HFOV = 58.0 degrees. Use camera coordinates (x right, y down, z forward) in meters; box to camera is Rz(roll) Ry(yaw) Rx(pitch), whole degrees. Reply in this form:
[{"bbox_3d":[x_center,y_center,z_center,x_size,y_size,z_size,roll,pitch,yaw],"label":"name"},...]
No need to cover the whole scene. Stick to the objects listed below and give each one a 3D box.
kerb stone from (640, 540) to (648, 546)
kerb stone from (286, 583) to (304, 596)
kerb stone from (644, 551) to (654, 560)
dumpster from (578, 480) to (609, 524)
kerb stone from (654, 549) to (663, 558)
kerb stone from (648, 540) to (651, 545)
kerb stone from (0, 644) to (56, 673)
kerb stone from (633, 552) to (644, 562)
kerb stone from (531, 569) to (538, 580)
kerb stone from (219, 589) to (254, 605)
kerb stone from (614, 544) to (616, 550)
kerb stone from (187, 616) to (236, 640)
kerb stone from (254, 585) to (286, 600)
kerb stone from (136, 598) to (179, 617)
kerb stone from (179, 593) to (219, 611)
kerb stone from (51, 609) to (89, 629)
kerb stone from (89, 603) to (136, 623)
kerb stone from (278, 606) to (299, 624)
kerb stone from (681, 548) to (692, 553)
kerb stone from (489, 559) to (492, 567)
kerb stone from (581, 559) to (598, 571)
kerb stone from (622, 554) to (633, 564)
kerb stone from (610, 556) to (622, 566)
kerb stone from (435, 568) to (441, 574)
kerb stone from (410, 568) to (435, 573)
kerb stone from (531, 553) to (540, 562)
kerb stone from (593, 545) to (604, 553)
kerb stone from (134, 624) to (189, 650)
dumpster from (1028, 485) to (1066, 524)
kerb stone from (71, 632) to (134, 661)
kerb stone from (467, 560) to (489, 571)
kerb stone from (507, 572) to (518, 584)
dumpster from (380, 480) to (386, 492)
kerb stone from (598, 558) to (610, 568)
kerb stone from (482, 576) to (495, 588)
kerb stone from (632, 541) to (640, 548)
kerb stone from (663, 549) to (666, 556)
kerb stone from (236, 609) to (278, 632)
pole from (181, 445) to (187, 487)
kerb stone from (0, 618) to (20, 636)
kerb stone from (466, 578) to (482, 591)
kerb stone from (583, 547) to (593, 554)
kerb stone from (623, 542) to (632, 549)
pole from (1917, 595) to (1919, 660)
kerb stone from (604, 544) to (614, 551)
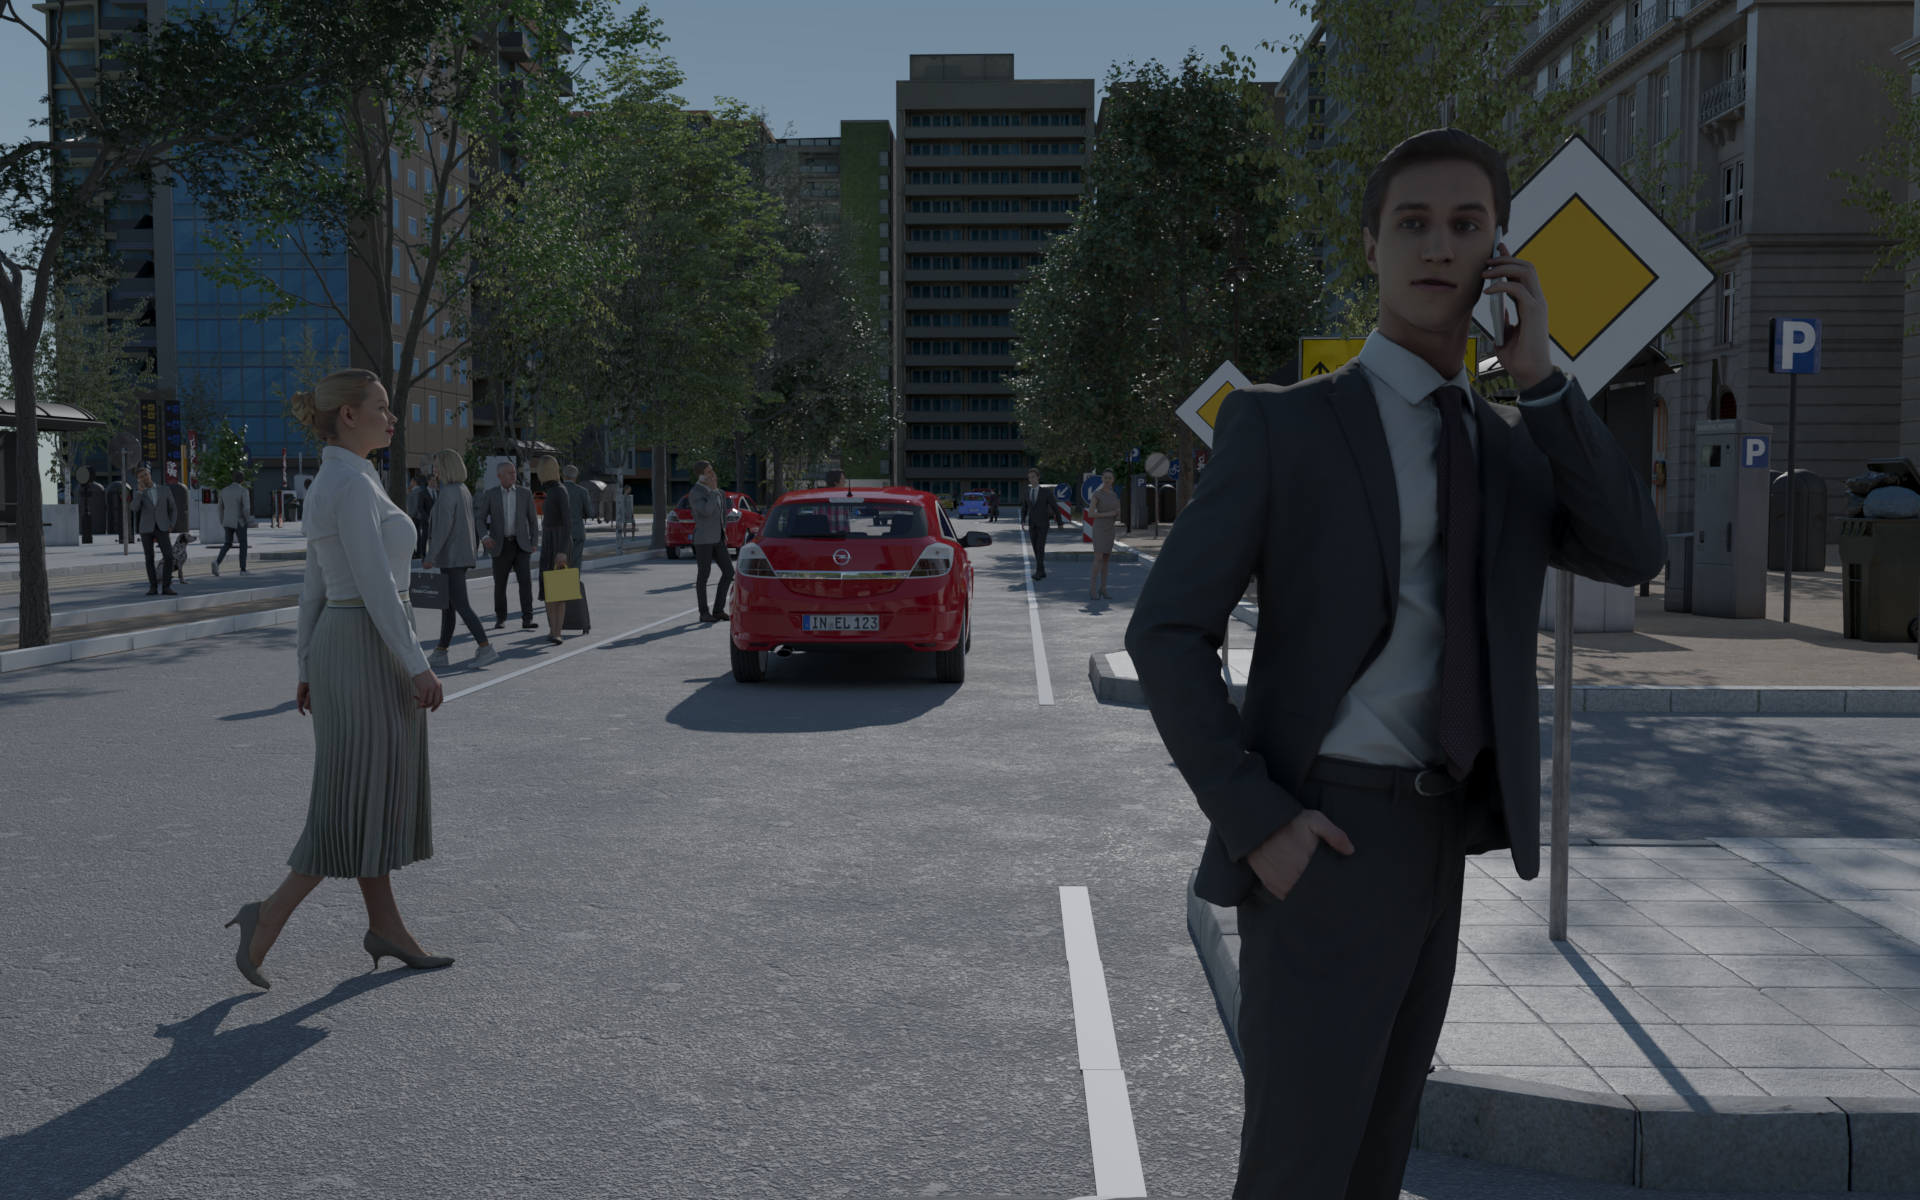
[{"bbox_3d":[-8.727,-1.528,47.186,0.120,0.150,1.000,0,4,2],"label":"kerb stone"},{"bbox_3d":[-9.469,-0.151,24.670,0.120,0.150,1.000,0,4,2],"label":"kerb stone"},{"bbox_3d":[-6.928,-0.959,37.921,0.120,0.150,1.000,0,4,2],"label":"kerb stone"},{"bbox_3d":[-15.834,-4.198,74.401,1.264,1.857,1.865,0,4,2],"label":"dumpster"},{"bbox_3d":[-6.888,-1.020,38.951,0.120,0.150,1.000,0,4,2],"label":"kerb stone"},{"bbox_3d":[-8.698,-1.591,48.209,0.120,0.150,1.000,0,4,2],"label":"kerb stone"},{"bbox_3d":[-7.704,0.482,14.347,0.120,0.150,1.000,0,4,2],"label":"kerb stone"},{"bbox_3d":[-6.963,-0.890,36.900,0.120,0.150,1.000,0,4,2],"label":"kerb stone"},{"bbox_3d":[-7.238,-0.396,28.694,0.120,0.150,1.000,0,4,2],"label":"kerb stone"},{"bbox_3d":[-9.532,-0.025,22.606,0.120,0.150,1.000,0,4,2],"label":"kerb stone"},{"bbox_3d":[-8.825,-1.341,44.119,0.120,0.150,1.000,0,4,2],"label":"kerb stone"},{"bbox_3d":[-7.602,0.293,17.437,0.120,0.150,1.000,0,4,2],"label":"kerb stone"},{"bbox_3d":[-9.495,-0.087,23.629,0.120,0.150,1.000,0,4,2],"label":"kerb stone"},{"bbox_3d":[-9.606,0.100,20.562,0.120,0.150,1.000,0,4,2],"label":"kerb stone"},{"bbox_3d":[-9.562,0.037,21.584,0.120,0.150,1.000,0,4,2],"label":"kerb stone"},{"bbox_3d":[-9.668,0.228,18.517,0.120,0.150,1.000,0,4,2],"label":"kerb stone"},{"bbox_3d":[-9.634,0.163,19.538,0.120,0.150,1.000,0,4,2],"label":"kerb stone"},{"bbox_3d":[-7.532,0.167,19.481,0.120,0.150,1.000,0,4,2],"label":"kerb stone"},{"bbox_3d":[-6.754,-1.269,43.038,0.120,0.150,1.000,0,4,2],"label":"kerb stone"},{"bbox_3d":[-9.169,-0.715,33.887,0.120,0.150,1.000,0,4,2],"label":"kerb stone"},{"bbox_3d":[-7.093,-0.646,32.798,0.120,0.150,1.000,0,4,2],"label":"kerb stone"},{"bbox_3d":[-6.993,-0.837,35.875,0.120,0.150,1.000,0,4,2],"label":"kerb stone"},{"bbox_3d":[-7.033,-0.773,34.845,0.120,0.150,1.000,0,4,2],"label":"kerb stone"},{"bbox_3d":[-9.262,-0.527,30.811,0.120,0.150,1.000,0,4,2],"label":"kerb stone"},{"bbox_3d":[-9.299,-0.464,29.790,0.120,0.150,1.000,0,4,2],"label":"kerb stone"},{"bbox_3d":[-9.055,-0.903,36.957,0.120,0.150,1.000,0,4,2],"label":"kerb stone"},{"bbox_3d":[-8.892,-1.216,42.073,0.120,0.150,1.000,0,4,2],"label":"kerb stone"},{"bbox_3d":[-7.630,0.358,16.404,0.120,0.150,1.000,0,4,2],"label":"kerb stone"},{"bbox_3d":[4.113,-4.485,81.551,1.865,1.857,1.264,0,4,0],"label":"dumpster"},{"bbox_3d":[-7.673,0.419,15.379,0.120,0.150,1.000,0,4,2],"label":"kerb stone"},{"bbox_3d":[-9.192,-0.652,32.860,0.120,0.150,1.000,0,4,2],"label":"kerb stone"},{"bbox_3d":[-7.265,-0.335,27.672,0.120,0.150,1.000,0,4,2],"label":"kerb stone"},{"bbox_3d":[-19.244,-3.201,54.824,1.502,2.255,1.985,0,4,2],"label":"dumpster"},{"bbox_3d":[-7.060,-0.711,33.823,0.120,0.150,1.000,0,4,2],"label":"kerb stone"},{"bbox_3d":[-7.302,-0.268,26.647,0.120,0.150,1.000,0,4,2],"label":"kerb stone"},{"bbox_3d":[-8.759,-1.464,46.164,0.120,0.150,1.000,0,4,2],"label":"kerb stone"},{"bbox_3d":[-6.862,-1.087,39.972,0.120,0.150,1.000,0,4,2],"label":"kerb stone"},{"bbox_3d":[-7.567,0.230,18.459,0.120,0.150,1.000,0,4,2],"label":"kerb stone"},{"bbox_3d":[-32.237,-4.781,72.009,0.158,3.312,0.155,0,3,0],"label":"pole"},{"bbox_3d":[-9.702,0.288,17.489,0.120,0.150,1.000,0,4,2],"label":"kerb stone"},{"bbox_3d":[-7.329,-0.210,25.625,0.120,0.150,1.000,0,4,2],"label":"kerb stone"},{"bbox_3d":[-8.931,-1.150,41.049,0.120,0.150,1.000,0,4,2],"label":"kerb stone"},{"bbox_3d":[-8.794,-1.402,45.142,0.120,0.150,1.000,0,4,2],"label":"kerb stone"},{"bbox_3d":[7.532,-1.191,13.324,0.158,3.312,0.155,0,3,0],"label":"pole"},{"bbox_3d":[-8.862,-1.278,43.097,0.120,0.150,1.000,0,4,2],"label":"kerb stone"}]
